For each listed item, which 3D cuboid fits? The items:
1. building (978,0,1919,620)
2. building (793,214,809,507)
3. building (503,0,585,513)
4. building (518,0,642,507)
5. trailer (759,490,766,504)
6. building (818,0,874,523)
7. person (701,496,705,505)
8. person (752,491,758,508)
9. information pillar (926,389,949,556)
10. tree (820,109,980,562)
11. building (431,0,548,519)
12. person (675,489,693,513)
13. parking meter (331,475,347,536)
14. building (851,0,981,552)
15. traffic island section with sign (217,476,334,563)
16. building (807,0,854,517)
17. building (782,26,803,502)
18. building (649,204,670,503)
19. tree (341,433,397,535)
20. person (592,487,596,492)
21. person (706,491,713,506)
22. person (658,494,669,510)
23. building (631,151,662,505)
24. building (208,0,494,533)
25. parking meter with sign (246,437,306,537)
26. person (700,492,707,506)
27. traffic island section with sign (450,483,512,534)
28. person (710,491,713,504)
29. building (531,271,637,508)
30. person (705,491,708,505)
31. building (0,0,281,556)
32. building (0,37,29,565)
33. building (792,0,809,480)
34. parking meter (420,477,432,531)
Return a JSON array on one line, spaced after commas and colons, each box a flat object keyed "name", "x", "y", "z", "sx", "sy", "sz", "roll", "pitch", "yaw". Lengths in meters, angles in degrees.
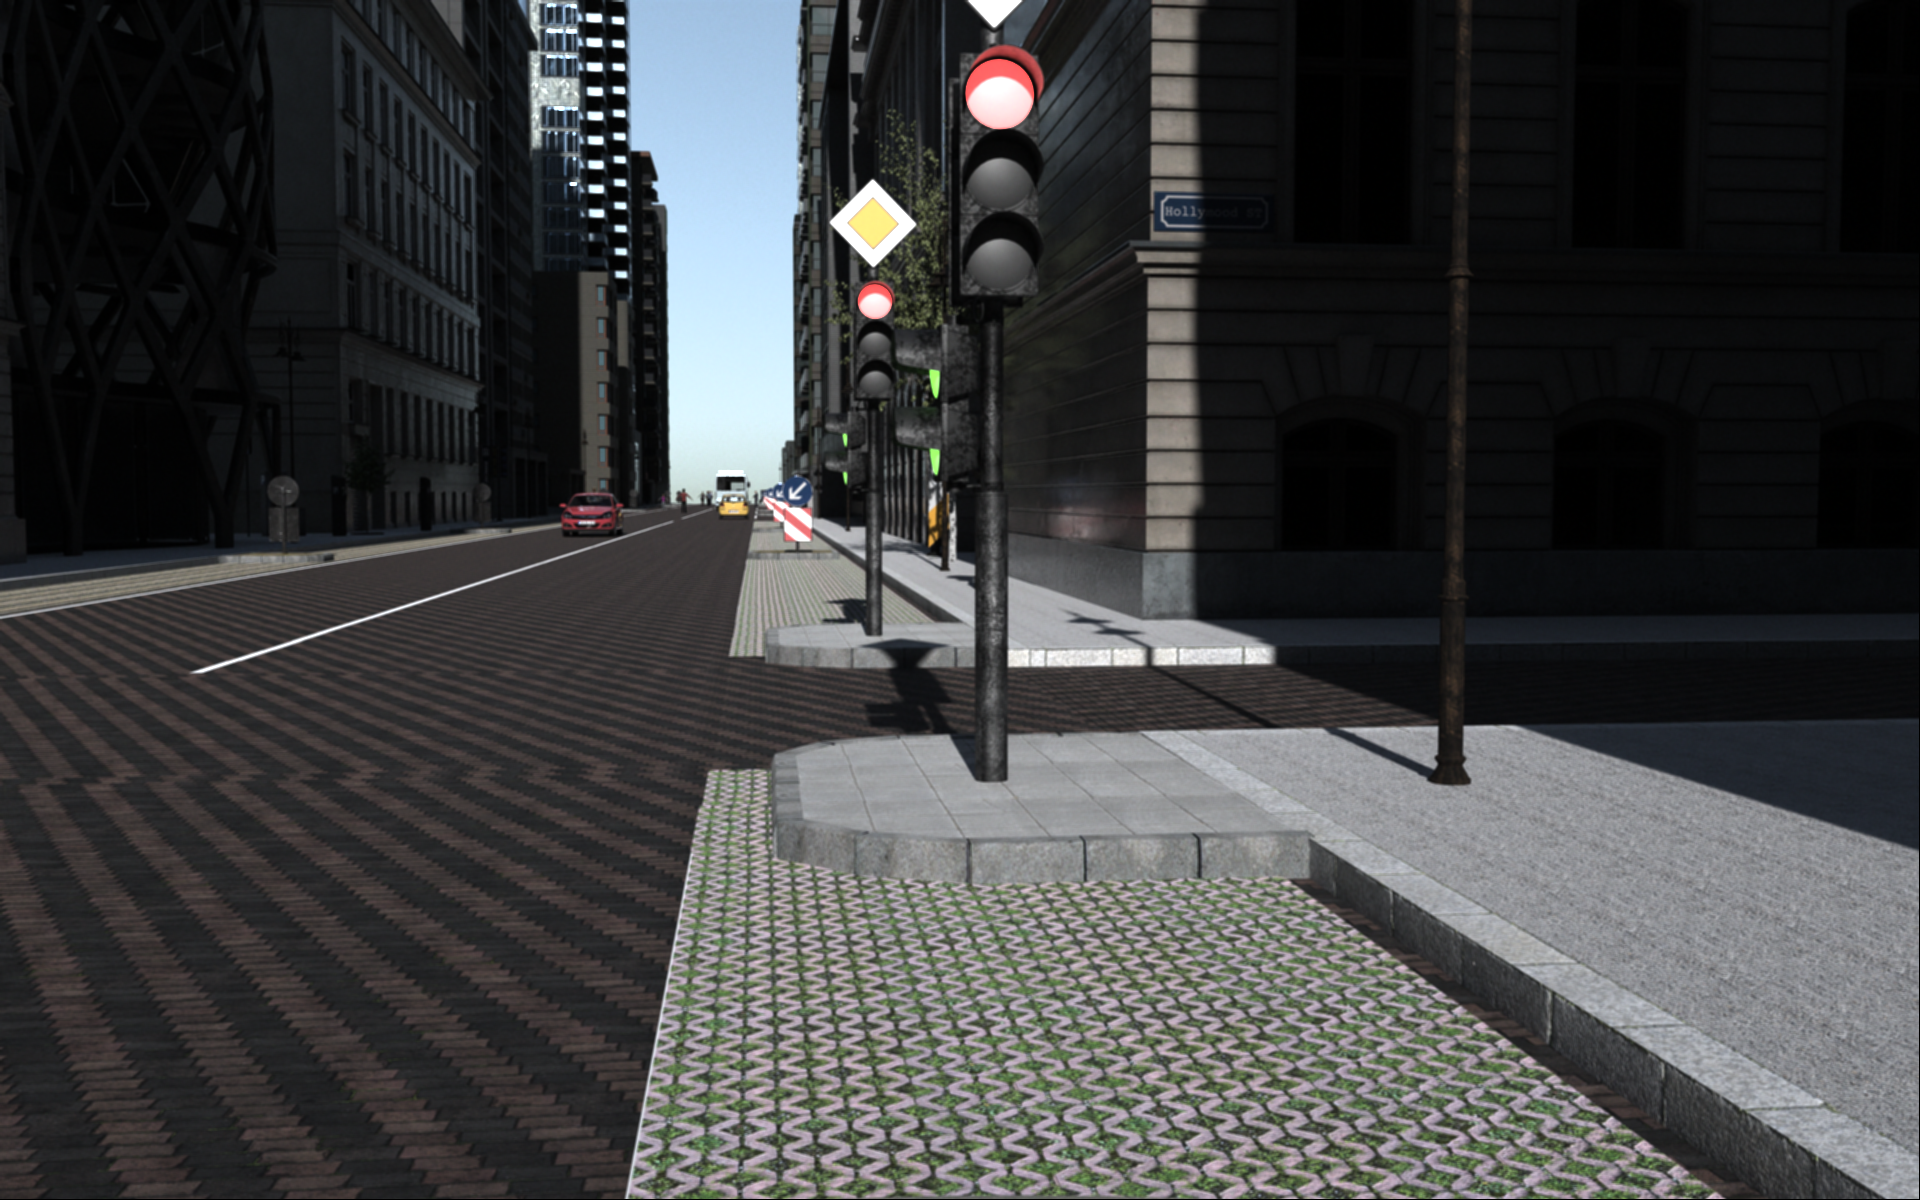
[{"name": "building", "x": 18.082, "y": -12.528, "z": 23.922, "sx": 34.723, "sy": 24.649, "sz": 14.460, "roll": 0, "pitch": 4, "yaw": -7}, {"name": "building", "x": -10.395, "y": -25.059, "z": 181.414, "sx": 14.160, "sy": 30.474, "sz": 14.107, "roll": 0, "pitch": 4, "yaw": -7}, {"name": "building", "x": -43.083, "y": -26.191, "z": 120.102, "sx": 32.217, "sy": 40.220, "sz": 23.993, "roll": 0, "pitch": 4, "yaw": -7}, {"name": "building", "x": -45.234, "y": -53.291, "z": 183.971, "sx": 22.319, "sy": 86.520, "sz": 31.000, "roll": 0, "pitch": 4, "yaw": -7}, {"name": "trailer", "x": -27.407, "y": -14.412, "z": 242.686, "sx": 1.471, "sy": 1.999, "sz": 3.904, "roll": 0, "pitch": 4, "yaw": -6}, {"name": "building", "x": 1.400, "y": -15.743, "z": 76.470, "sx": 14.314, "sy": 24.678, "sz": 30.058, "roll": 0, "pitch": 4, "yaw": -7}, {"name": "person", "x": -32.232, "y": -12.553, "z": 216.978, "sx": 0.421, "sy": 1.427, "sz": 0.697, "roll": 2, "pitch": 4, "yaw": 25}, {"name": "person", "x": -21.493, "y": -10.566, "z": 181.705, "sx": 0.568, "sy": 1.767, "sz": 0.683, "roll": 0, "pitch": 4, "yaw": 1}, {"name": "information pillar", "x": -0.436, "y": -2.720, "z": 35.829, "sx": 0.504, "sy": 3.616, "sz": 0.183, "roll": 2, "pitch": 4, "yaw": 24}, {"name": "tree", "x": -0.357, "y": -5.026, "z": 32.534, "sx": 4.737, "sy": 8.622, "sz": 4.395, "roll": 0, "pitch": 3, "yaw": 0}, {"name": "building", "x": -34.611, "y": -40.310, "z": 97.323, "sx": 20.563, "sy": 71.187, "sz": 20.611, "roll": 0, "pitch": 4, "yaw": -7}, {"name": "person", "x": -20.573, "y": -7.380, "z": 129.096, "sx": 1.348, "sy": 1.831, "sz": 0.705, "roll": 0, "pitch": 4, "yaw": 3}, {"name": "parking meter", "x": -18.931, "y": -2.881, "z": 52.815, "sx": 0.399, "sy": 1.863, "sz": 0.255, "roll": 1, "pitch": 4, "yaw": 21}, {"name": "building", "x": 4.169, "y": -12.715, "z": 49.688, "sx": 13.314, "sy": 21.916, "sz": 24.055, "roll": 0, "pitch": 4, "yaw": -7}, {"name": "traffic island section with sign", "x": -14.409, "y": -1.714, "z": 36.656, "sx": 1.989, "sy": 1.847, "sz": 2.006, "roll": 0, "pitch": 4, "yaw": -7}, {"name": "building", "x": -1.943, "y": -25.575, "z": 101.743, "sx": 14.154, "sy": 41.232, "sz": 14.086, "roll": 0, "pitch": 4, "yaw": -7}, {"name": "building", "x": -12.822, "y": -56.304, "z": 233.234, "sx": 22.319, "sy": 86.520, "sz": 31.000, "roll": 0, "pitch": 4, "yaw": -7}, {"name": "building", "x": -47.404, "y": -33.863, "z": 237.252, "sx": 14.154, "sy": 41.232, "sz": 14.086, "roll": 0, "pitch": 4, "yaw": -7}, {"name": "tree", "x": -18.690, "y": -3.688, "z": 54.903, "sx": 1.663, "sy": 3.219, "sz": 1.824, "roll": 0, "pitch": 3, "yaw": 0}, {"name": "person", "x": -19.649, "y": -5.171, "z": 93.122, "sx": 0.705, "sy": 1.814, "sz": 1.350, "roll": 2, "pitch": 4, "yaw": 32}, {"name": "person", "x": -30.282, "y": -12.274, "z": 209.169, "sx": 0.705, "sy": 1.826, "sz": 1.348, "roll": 2, "pitch": 4, "yaw": 30}, {"name": "person", "x": -26.382, "y": -8.705, "z": 154.058, "sx": 0.991, "sy": 1.433, "sz": 0.599, "roll": -1, "pitch": 4, "yaw": -15}, {"name": "building", "x": -48.887, "y": -34.282, "z": 215.134, "sx": 22.147, "sy": 44.769, "sz": 28.867, "roll": 0, "pitch": 4, "yaw": -7}, {"name": "building", "x": -29.046, "y": -14.441, "z": 69.398, "sx": 16.112, "sy": 22.955, "sz": 30.059, "roll": 0, "pitch": 4, "yaw": -7}, {"name": "parking meter with sign", "x": -20.821, "y": -3.447, "z": 52.618, "sx": 1.738, "sy": 3.016, "sz": 0.543, "roll": -3, "pitch": 5, "yaw": -45}, {"name": "person", "x": -30.167, "y": -11.852, "z": 202.998, "sx": 1.217, "sy": 1.735, "sz": 0.721, "roll": 0, "pitch": 4, "yaw": 0}, {"name": "traffic island section with sign", "x": -17.517, "y": -3.352, "z": 63.439, "sx": 1.989, "sy": 1.847, "sz": 2.006, "roll": 0, "pitch": 4, "yaw": -7}, {"name": "person", "x": -35.341, "y": -14.576, "z": 246.685, "sx": 0.599, "sy": 1.838, "sz": 0.709, "roll": 0, "pitch": 4, "yaw": -2}, {"name": "building", "x": -42.744, "y": -18.516, "z": 147.769, "sx": 27.650, "sy": 21.520, "sz": 28.899, "roll": 0, "pitch": 4, "yaw": -7}, {"name": "person", "x": -31.853, "y": -12.835, "z": 218.495, "sx": 0.705, "sy": 1.807, "sz": 1.348, "roll": -2, "pitch": 4, "yaw": -26}, {"name": "building", "x": -25.440, "y": -10.590, "z": 40.604, "sx": 16.820, "sy": 18.784, "sz": 16.811, "roll": 0, "pitch": 4, "yaw": -7}, {"name": "building", "x": -21.030, "y": -9.636, "z": 22.172, "sx": 10.561, "sy": 19.102, "sz": 19.286, "roll": 0, "pitch": 4, "yaw": -7}, {"name": "building", "x": -2.755, "y": -32.545, "z": 151.713, "sx": 23.786, "sy": 49.044, "sz": 30.456, "roll": 0, "pitch": 4, "yaw": -7}, {"name": "parking meter", "x": -18.641, "y": -3.347, "z": 60.429, "sx": 0.255, "sy": 1.863, "sz": 0.399, "roll": 1, "pitch": 4, "yaw": 9}]
